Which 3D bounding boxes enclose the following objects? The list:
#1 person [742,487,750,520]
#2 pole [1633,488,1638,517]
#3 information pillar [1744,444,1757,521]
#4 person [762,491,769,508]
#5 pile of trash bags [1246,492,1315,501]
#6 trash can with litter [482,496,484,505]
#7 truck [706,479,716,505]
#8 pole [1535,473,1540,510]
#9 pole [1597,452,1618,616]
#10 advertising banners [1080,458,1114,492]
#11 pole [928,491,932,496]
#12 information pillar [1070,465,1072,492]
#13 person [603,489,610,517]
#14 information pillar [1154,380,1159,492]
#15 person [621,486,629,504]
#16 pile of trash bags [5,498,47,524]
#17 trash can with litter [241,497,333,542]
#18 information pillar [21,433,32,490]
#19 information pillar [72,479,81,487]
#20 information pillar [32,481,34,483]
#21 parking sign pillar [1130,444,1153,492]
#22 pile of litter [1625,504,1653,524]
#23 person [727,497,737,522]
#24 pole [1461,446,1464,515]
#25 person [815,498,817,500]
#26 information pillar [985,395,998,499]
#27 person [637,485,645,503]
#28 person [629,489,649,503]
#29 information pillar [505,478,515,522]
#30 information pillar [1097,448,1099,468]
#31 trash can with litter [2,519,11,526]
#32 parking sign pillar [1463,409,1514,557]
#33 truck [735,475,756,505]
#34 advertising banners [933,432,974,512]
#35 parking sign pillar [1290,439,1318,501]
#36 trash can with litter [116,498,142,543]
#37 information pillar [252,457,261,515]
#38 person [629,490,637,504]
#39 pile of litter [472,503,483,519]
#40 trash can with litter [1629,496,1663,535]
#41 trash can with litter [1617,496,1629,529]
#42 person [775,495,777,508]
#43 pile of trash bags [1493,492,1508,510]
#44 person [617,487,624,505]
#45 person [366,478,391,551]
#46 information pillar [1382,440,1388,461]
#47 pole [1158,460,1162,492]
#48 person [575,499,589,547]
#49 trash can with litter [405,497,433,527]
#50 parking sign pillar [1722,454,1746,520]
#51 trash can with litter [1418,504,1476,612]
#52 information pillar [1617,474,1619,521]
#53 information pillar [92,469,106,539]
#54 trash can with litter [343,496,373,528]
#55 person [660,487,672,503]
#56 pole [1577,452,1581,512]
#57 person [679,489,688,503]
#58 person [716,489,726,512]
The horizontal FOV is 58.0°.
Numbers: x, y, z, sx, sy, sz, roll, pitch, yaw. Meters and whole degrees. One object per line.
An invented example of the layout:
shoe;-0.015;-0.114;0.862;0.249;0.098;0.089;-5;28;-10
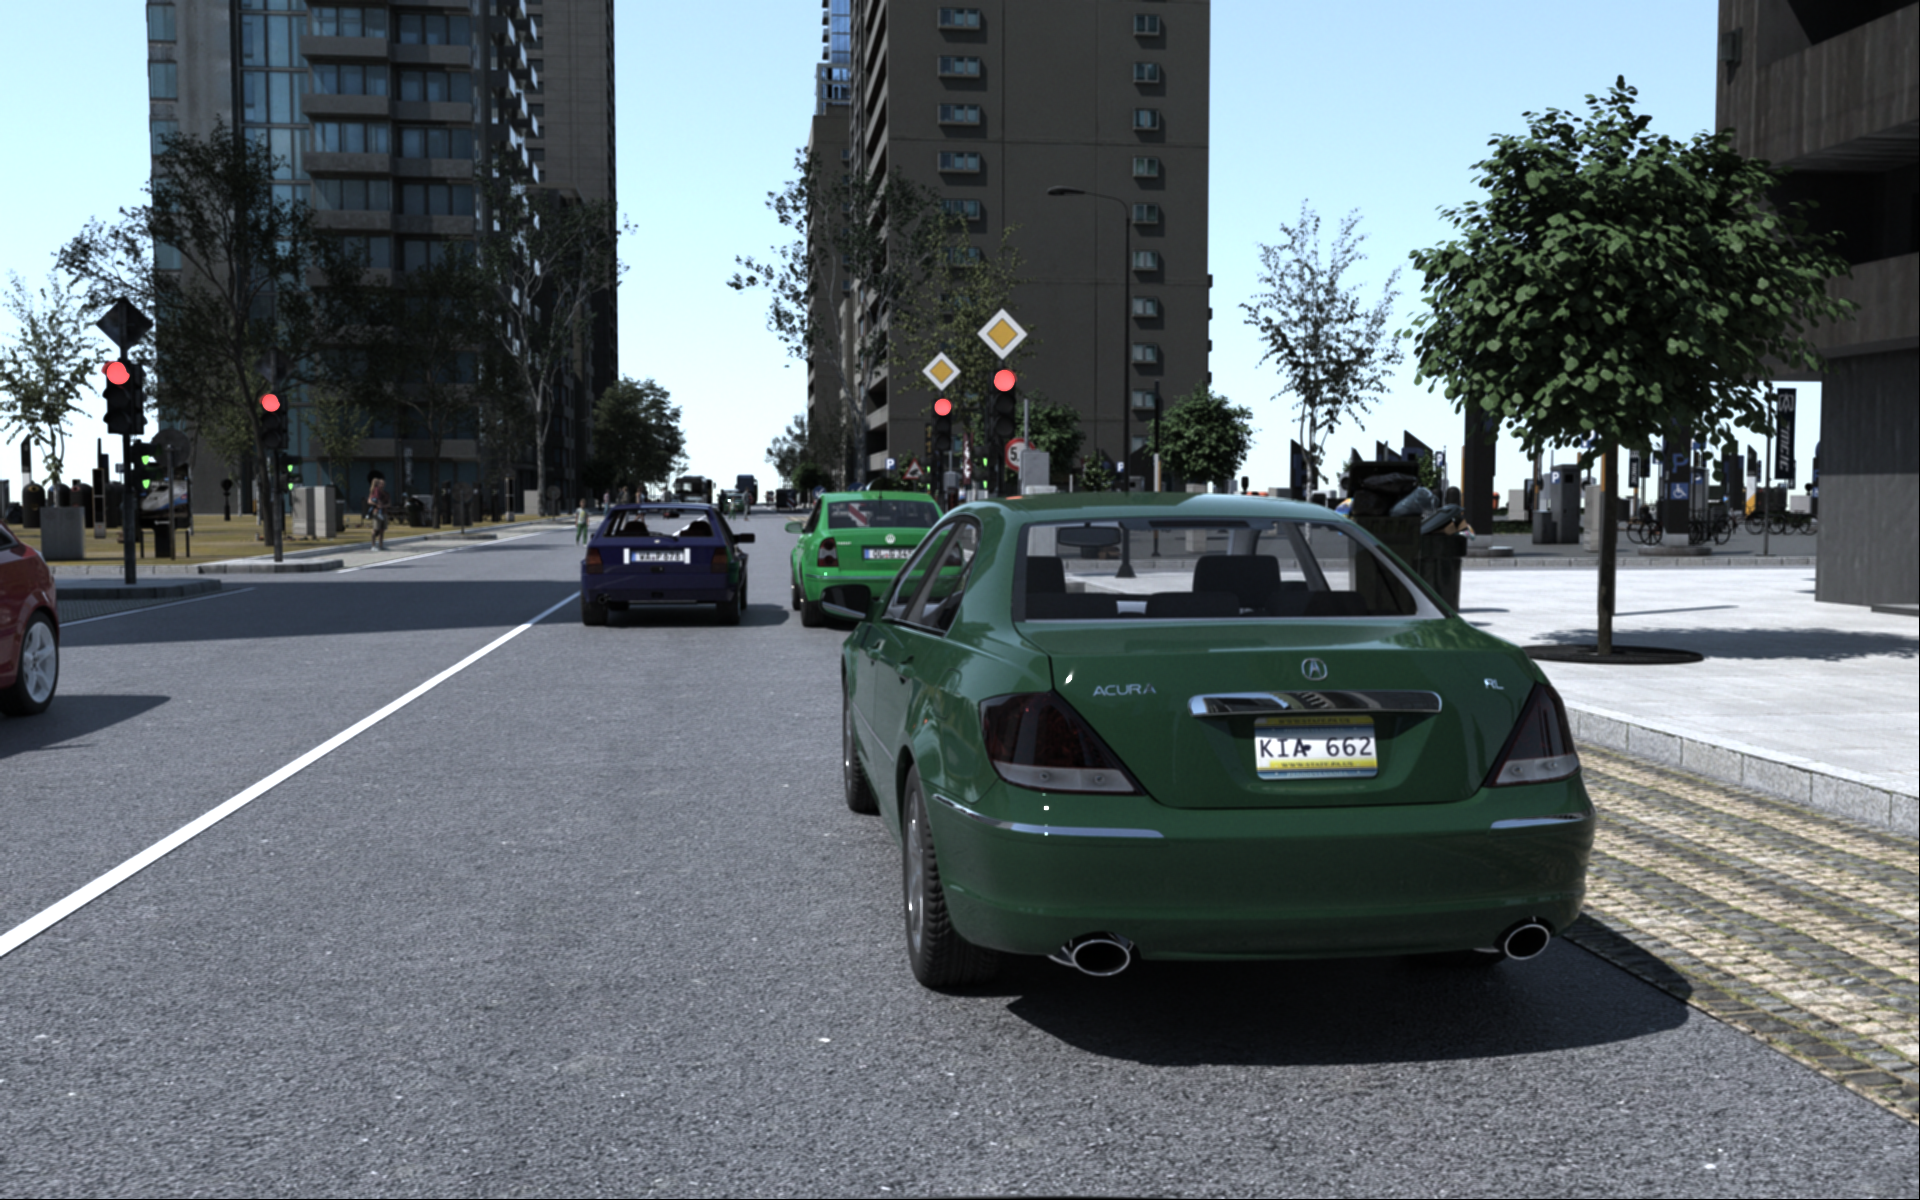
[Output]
person;-11.661;-5.256;94.542;0.391;1.810;0.635;0;4;2
pole;34.891;-5.842;89.360;0.158;3.312;0.155;0;3;0
information pillar;37.038;-5.488;81.079;0.183;3.616;0.504;-2;4;-26
person;-20.199;-10.467;180.160;0.750;1.759;0.617;0;4;-1
pile of trash bags;13.342;-3.749;71.053;1.912;1.369;3.447;-2;4;-32
trash can with litter;-29.048;-5.761;105.257;1.678;1.210;2.233;-3;5;-45
truck;-33.615;-14.067;225.916;3.469;3.379;9.791;-1;4;-8
pole;23.937;-4.772;71.862;0.158;3.312;0.155;0;3;0
pole;6.818;-1.489;18.181;0.158;3.312;0.155;0;3;0
advertising banners;6.805;-5.343;83.547;2.074;3.025;0.090;0;4;-1
pole;-1.021;-4.063;60.273;0.158;3.312;0.155;0;3;0
information pillar;4.709;-5.020;73.430;0.183;3.616;0.504;0;4;1
person;-21.937;-6.003;107.485;0.643;1.720;0.563;-2;4;-35
information pillar;4.027;-2.699;35.491;0.183;3.616;0.504;0;4;6
person;-14.344;-3.980;74.114;0.362;1.759;0.519;0;4;2
pile of trash bags;-39.990;-3.920;73.838;1.912;1.369;3.447;2;4;24
trash can with litter;-18.477;-2.239;47.662;2.233;1.210;1.678;0;4;-6
information pillar;-36.068;-4.624;66.953;0.504;3.616;0.183;2;4;26
information pillar;-43.548;-4.949;85.409;0.304;2.012;0.304;0;4;-8
information pillar;-50.905;-5.534;94.971;0.304;2.012;0.304;-2;4;-29
parking sign pillar;8.515;-5.630;80.515;1.447;3.967;1.447;0;4;2
pile of litter;28.941;-3.668;73.938;1.719;0.858;1.176;-2;4;-35
person;-11.807;-4.711;89.773;0.590;1.304;0.306;2;4;35
pole;21.320;-4.860;73.310;0.158;3.312;0.155;0;3;0
person;-8.079;-5.189;97.610;0.475;1.303;0.640;-2;4;-24
information pillar;0.788;-3.035;40.977;0.504;3.616;0.183;-3;5;-39
person;-14.033;-4.115;75.866;0.778;1.811;0.616;1;4;8
person;-20.343;-6.191;109.810;1.348;1.812;0.705;0;4;4
information pillar;-20.845;-4.633;80.242;0.304;2.012;0.304;-2;4;-35
information pillar;6.965;-5.879;87.476;0.183;3.616;0.504;1;4;8
trash can with litter;-38.477;-3.529;69.085;1.055;1.170;0.624;-1;4;-22
parking sign pillar;10.670;-2.884;35.624;1.447;3.967;1.447;1;4;8
truck;-29.248;-15.040;235.663;2.967;4.110;18.799;0;4;-6
advertising banners;-0.219;-3.266;49.580;0.090;3.025;2.074;-2;4;-35
parking sign pillar;16.779;-5.870;84.448;1.447;3.967;1.447;-1;4;-15
trash can with litter;-21.761;-2.086;45.488;0.624;1.170;1.055;-1;4;-12
information pillar;-42.389;-6.915;104.408;0.504;3.616;0.183;-3;5;-40
person;-22.529;-6.805;120.486;0.721;1.735;1.217;3;5;43
pile of litter;-25.695;-4.691;90.657;1.176;0.858;1.719;-3;5;-39
trash can with litter;22.507;-2.698;55.176;1.678;1.210;2.233;2;4;32
trash can with litter;23.281;-3.117;62.019;2.233;1.210;1.678;0;4;5
person;-18.692;-10.298;177.816;0.756;1.711;0.436;-3;4;-37
pile of trash bags;29.250;-4.968;90.983;1.912;1.369;3.447;-3;5;-39
person;-19.582;-5.617;100.309;0.822;1.834;0.622;-3;4;-37
person;-14.599;-2.141;43.476;0.573;1.828;0.580;0;4;-5
information pillar;18.469;-5.135;75.317;0.183;3.616;0.504;2;4;34
pole;7.195;-4.208;62.646;0.158;3.312;0.155;0;3;0
person;-10.205;-2.079;46.741;0.306;1.304;0.590;-2;4;-35
trash can with litter;-20.852;-3.395;66.900;0.624;1.170;1.055;2;4;32
parking sign pillar;39.001;-6.030;87.070;1.447;3.967;1.447;1;4;13
trash can with litter;4.939;-0.441;18.601;1.055;1.170;0.624;-1;4;-11
information pillar;24.290;-3.667;64.452;0.304;2.012;0.304;0;4;4
information pillar;-24.848;-2.783;49.996;0.304;2.012;0.304;-1;4;-22
trash can with litter;-22.909;-3.362;66.031;2.233;1.210;1.678;0;4;-2
person;-16.630;-5.465;97.954;0.679;1.850;0.850;-1;4;-18
pole;30.043;-5.520;84.091;0.158;3.312;0.155;0;3;0
person;-21.994;-7.893;137.559;0.705;1.824;1.348;1;4;19
person;-18.593;-7.754;135.266;0.705;1.826;1.348;1;4;23
